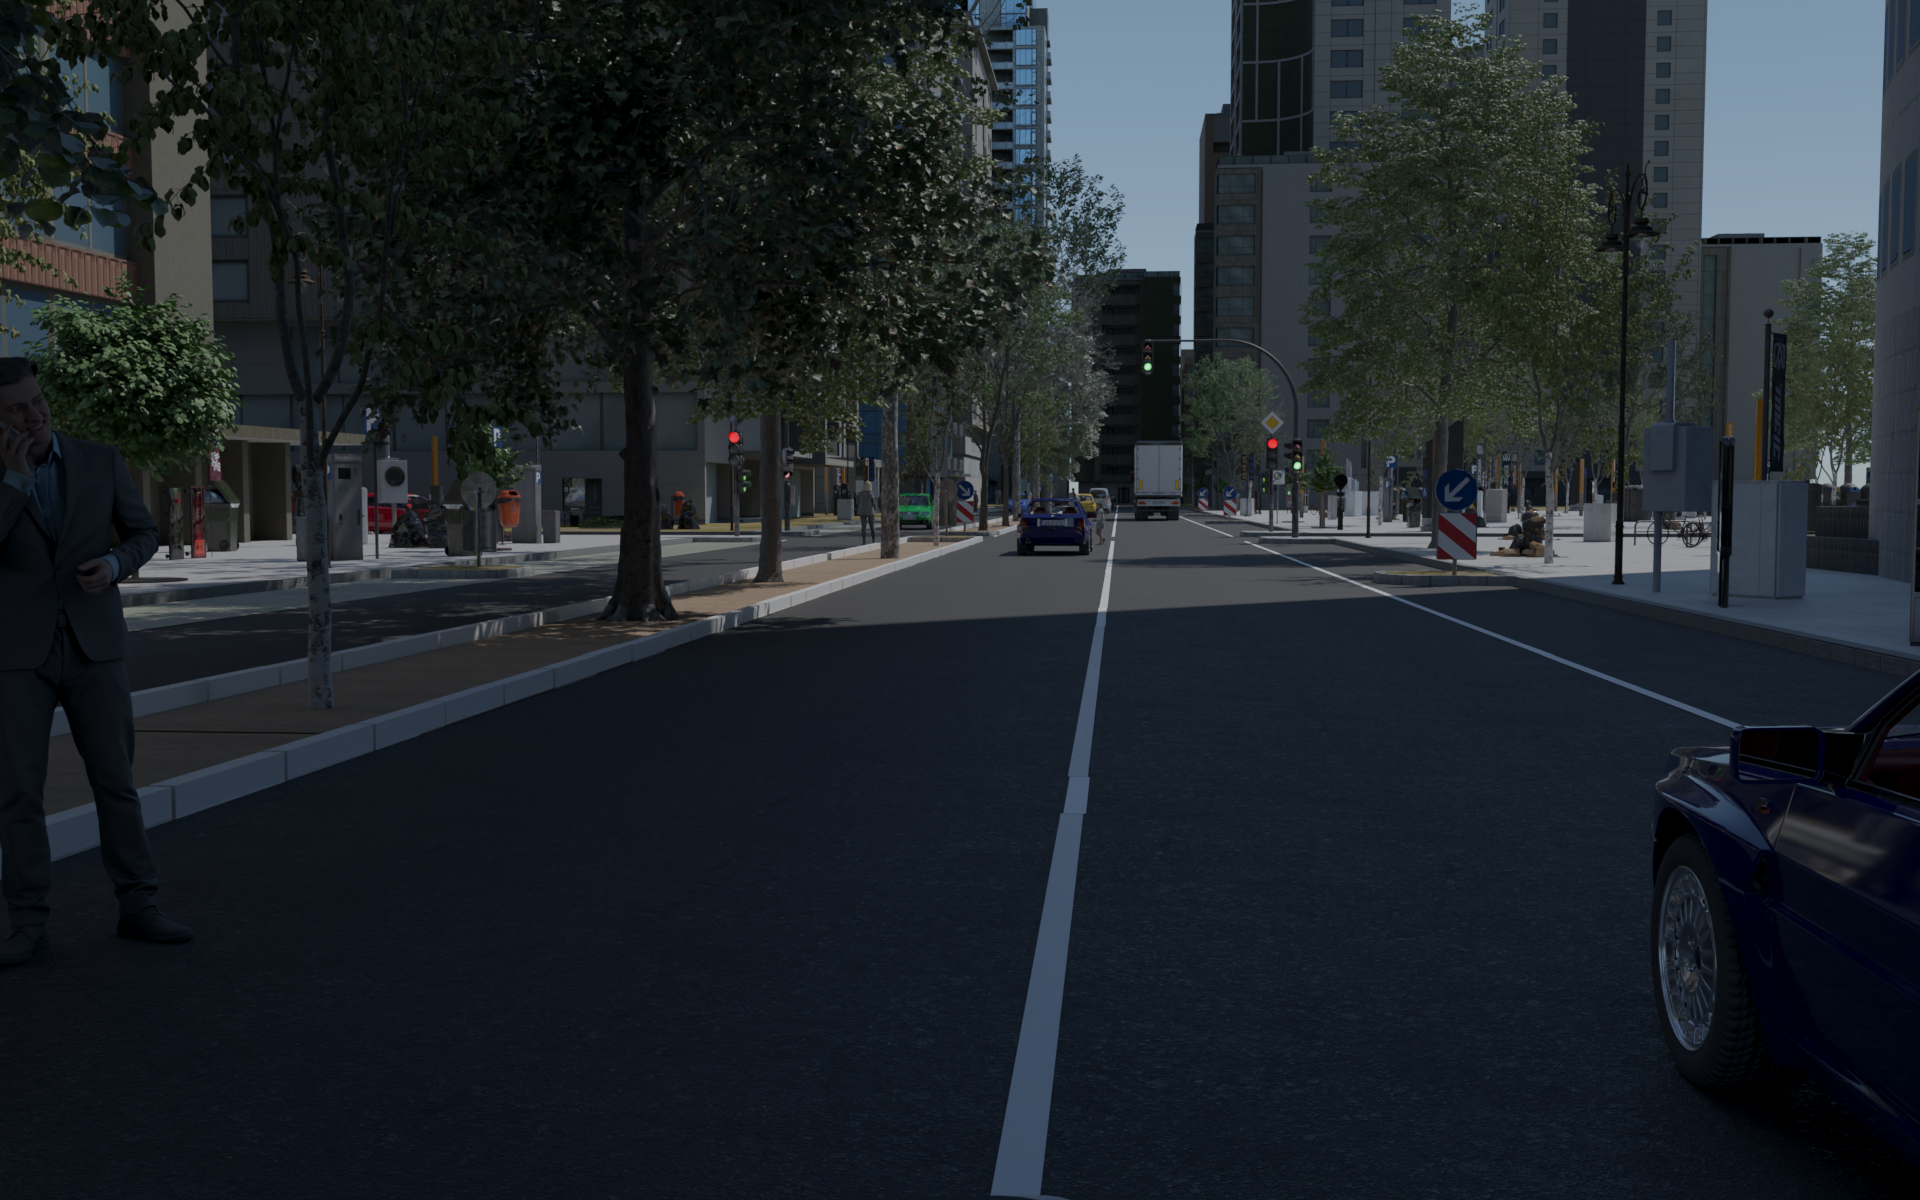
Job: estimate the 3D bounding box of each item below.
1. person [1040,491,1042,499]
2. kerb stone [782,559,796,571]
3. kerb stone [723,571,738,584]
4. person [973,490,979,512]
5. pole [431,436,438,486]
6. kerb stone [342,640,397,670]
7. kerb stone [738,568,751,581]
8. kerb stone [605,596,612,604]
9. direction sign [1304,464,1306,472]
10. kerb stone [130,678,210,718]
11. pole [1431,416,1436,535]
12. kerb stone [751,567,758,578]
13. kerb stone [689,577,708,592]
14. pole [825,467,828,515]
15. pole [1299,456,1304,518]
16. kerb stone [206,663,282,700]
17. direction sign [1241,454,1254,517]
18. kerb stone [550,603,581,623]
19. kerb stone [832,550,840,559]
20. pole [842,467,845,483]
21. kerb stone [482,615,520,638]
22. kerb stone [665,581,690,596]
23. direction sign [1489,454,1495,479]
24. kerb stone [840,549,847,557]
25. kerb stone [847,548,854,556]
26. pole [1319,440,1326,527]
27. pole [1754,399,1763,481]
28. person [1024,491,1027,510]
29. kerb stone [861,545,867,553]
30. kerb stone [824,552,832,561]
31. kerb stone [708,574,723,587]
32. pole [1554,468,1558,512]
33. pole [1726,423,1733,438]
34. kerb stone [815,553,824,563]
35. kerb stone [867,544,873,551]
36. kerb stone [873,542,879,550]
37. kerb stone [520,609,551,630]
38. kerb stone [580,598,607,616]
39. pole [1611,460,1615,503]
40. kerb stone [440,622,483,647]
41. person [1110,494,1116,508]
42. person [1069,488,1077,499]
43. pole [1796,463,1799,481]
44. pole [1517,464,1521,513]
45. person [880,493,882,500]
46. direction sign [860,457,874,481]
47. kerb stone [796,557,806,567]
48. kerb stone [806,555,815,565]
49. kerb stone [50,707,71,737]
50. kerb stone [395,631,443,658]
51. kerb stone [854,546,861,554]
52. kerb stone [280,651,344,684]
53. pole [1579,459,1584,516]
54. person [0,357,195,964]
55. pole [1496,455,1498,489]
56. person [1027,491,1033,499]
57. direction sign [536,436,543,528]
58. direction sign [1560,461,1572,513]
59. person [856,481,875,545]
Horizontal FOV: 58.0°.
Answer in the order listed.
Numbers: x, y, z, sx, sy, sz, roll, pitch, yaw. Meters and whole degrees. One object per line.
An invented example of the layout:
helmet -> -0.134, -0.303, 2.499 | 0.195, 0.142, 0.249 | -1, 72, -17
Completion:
person -> 8.027, -10.085, 174.208 | 0.721, 1.723, 1.217 | 3, 5, 42
kerb stone -> -3.303, -0.652, 32.858 | 0.120, 0.150, 1.000 | 0, 4, 5
kerb stone -> -3.760, -0.339, 27.736 | 0.120, 0.150, 1.000 | 0, 4, 5
person -> 1.316, -8.014, 140.086 | 0.434, 1.755, 0.990 | 2, 4, 24
pole -> -18.606, -4.132, 61.404 | 0.158, 3.312, 0.155 | 0, 3, 0
kerb stone -> -4.988, 0.474, 14.462 | 0.120, 0.150, 1.000 | 0, 4, 5
kerb stone -> -3.678, -0.399, 28.780 | 0.120, 0.150, 1.000 | 0, 4, 5
kerb stone -> -4.340, 0.039, 21.607 | 0.120, 0.150, 1.000 | 0, 4, 5
direction sign -> 25.667, -8.370, 128.850 | 0.379, 3.537, 0.876 | 0, 4, 3
kerb stone -> -5.276, 0.661, 11.400 | 0.120, 0.150, 1.000 | 0, 4, 5
pole -> 12.522, -3.161, 45.530 | 0.158, 3.312, 0.155 | 0, 3, 0
kerb stone -> -3.582, -0.465, 29.797 | 0.120, 0.150, 1.000 | 0, 4, 5
kerb stone -> -3.956, -0.214, 25.688 | 0.120, 0.150, 1.000 | 0, 4, 5
pole -> -8.208, -6.887, 106.451 | 0.158, 3.312, 0.155 | 0, 3, 0
pole -> 18.350, -6.063, 92.969 | 0.158, 3.312, 0.155 | 0, 3, 0
kerb stone -> -5.184, 0.598, 12.425 | 0.120, 0.150, 1.000 | 0, 4, 5
direction sign -> 16.374, -6.526, 98.700 | 0.876, 3.537, 0.379 | 3, 5, 42
kerb stone -> -4.520, 0.161, 19.557 | 0.120, 0.150, 1.000 | 0, 4, 5
kerb stone -> -2.827, -0.962, 37.948 | 0.120, 0.150, 1.000 | 0, 4, 5
pole -> -7.480, -7.176, 111.167 | 0.158, 3.312, 0.155 | 0, 3, 0
kerb stone -> -4.714, 0.286, 17.522 | 0.120, 0.150, 1.000 | 0, 4, 5
kerb stone -> -4.058, -0.146, 24.664 | 0.120, 0.150, 1.000 | 0, 4, 5
direction sign -> 30.409, -6.549, 99.067 | 0.379, 3.537, 0.876 | 3, 4, 38
kerb stone -> -2.747, -1.027, 38.983 | 0.120, 0.150, 1.000 | 0, 4, 5
kerb stone -> -2.641, -1.088, 40.003 | 0.120, 0.150, 1.000 | 0, 4, 5
pole -> 13.775, -4.401, 65.803 | 0.158, 3.312, 0.155 | 0, 3, 0
pole -> 17.116, -2.647, 37.124 | 0.158, 3.312, 0.155 | 0, 3, 0
person -> 5.822, -9.026, 156.752 | 0.721, 1.739, 1.217 | 0, 4, -2
kerb stone -> -2.451, -1.214, 42.046 | 0.120, 0.150, 1.000 | 0, 4, 5
kerb stone -> -2.929, -0.901, 36.931 | 0.120, 0.150, 1.000 | 0, 4, 5
kerb stone -> -3.862, -0.276, 26.720 | 0.120, 0.150, 1.000 | 0, 4, 5
pole -> 43.540, -8.115, 126.519 | 0.158, 3.312, 0.155 | 0, 3, 0
pole -> 22.069, -3.420, 49.757 | 0.158, 3.312, 0.155 | 0, 3, 0
kerb stone -> -3.017, -0.839, 35.913 | 0.120, 0.150, 1.000 | 0, 4, 5
kerb stone -> -2.365, -1.276, 43.064 | 0.120, 0.150, 1.000 | 0, 4, 5
kerb stone -> -2.263, -1.339, 44.087 | 0.120, 0.150, 1.000 | 0, 4, 5
kerb stone -> -4.624, 0.227, 18.541 | 0.120, 0.150, 1.000 | 0, 4, 5
kerb stone -> -4.436, 0.100, 20.582 | 0.120, 0.150, 1.000 | 0, 4, 5
pole -> 38.190, -6.574, 101.324 | 0.158, 3.312, 0.155 | 0, 3, 0
kerb stone -> -4.809, 0.348, 16.505 | 0.120, 0.150, 1.000 | 0, 4, 5
person -> 15.722, -10.180, 178.169 | 0.697, 1.427, 0.421 | 2, 4, 26
person -> 6.727, -5.769, 102.909 | 0.616, 1.811, 0.778 | 2, 4, 29
pole -> 55.787, -7.433, 115.376 | 0.158, 3.312, 0.155 | 0, 3, 0
pole -> 41.117, -8.165, 127.340 | 0.158, 3.312, 0.155 | 0, 3, 0
person -> -3.480, -4.414, 80.939 | 0.520, 1.790, 0.573 | 1, 4, 14
direction sign -> -5.672, -6.965, 105.880 | 0.876, 3.537, 0.379 | 0, 4, 5
kerb stone -> -3.203, -0.715, 33.878 | 0.120, 0.150, 1.000 | 0, 4, 5
kerb stone -> -3.120, -0.777, 34.896 | 0.120, 0.150, 1.000 | 0, 4, 5
kerb stone -> -5.368, 0.723, 10.372 | 0.120, 0.150, 1.000 | 0, 4, 5
kerb stone -> -4.901, 0.410, 15.485 | 0.120, 0.150, 1.000 | 0, 4, 5
kerb stone -> -2.549, -1.152, 41.027 | 0.120, 0.150, 1.000 | 0, 4, 5
kerb stone -> -5.084, 0.538, 13.445 | 0.120, 0.150, 1.000 | 0, 4, 5
pole -> 36.057, -6.521, 100.466 | 0.158, 3.312, 0.155 | 0, 3, 0
person -> -2.761, 0.179, 5.373 | 0.655, 1.846, 0.447 | -2, 4, -35
pole -> 28.256, -5.942, 90.995 | 0.158, 3.312, 0.155 | 0, 3, 0
person -> 8.049, -11.645, 198.880 | 0.705, 1.826, 1.348 | 2, 4, 31
direction sign -> -15.722, -4.439, 64.579 | 0.379, 3.537, 0.876 | 0, 4, -7
direction sign -> 40.998, -7.657, 117.186 | 0.379, 3.537, 0.876 | -3, 4, -37
person -> -2.630, -2.438, 48.542 | 0.537, 1.800, 0.526 | 1, 4, 13
